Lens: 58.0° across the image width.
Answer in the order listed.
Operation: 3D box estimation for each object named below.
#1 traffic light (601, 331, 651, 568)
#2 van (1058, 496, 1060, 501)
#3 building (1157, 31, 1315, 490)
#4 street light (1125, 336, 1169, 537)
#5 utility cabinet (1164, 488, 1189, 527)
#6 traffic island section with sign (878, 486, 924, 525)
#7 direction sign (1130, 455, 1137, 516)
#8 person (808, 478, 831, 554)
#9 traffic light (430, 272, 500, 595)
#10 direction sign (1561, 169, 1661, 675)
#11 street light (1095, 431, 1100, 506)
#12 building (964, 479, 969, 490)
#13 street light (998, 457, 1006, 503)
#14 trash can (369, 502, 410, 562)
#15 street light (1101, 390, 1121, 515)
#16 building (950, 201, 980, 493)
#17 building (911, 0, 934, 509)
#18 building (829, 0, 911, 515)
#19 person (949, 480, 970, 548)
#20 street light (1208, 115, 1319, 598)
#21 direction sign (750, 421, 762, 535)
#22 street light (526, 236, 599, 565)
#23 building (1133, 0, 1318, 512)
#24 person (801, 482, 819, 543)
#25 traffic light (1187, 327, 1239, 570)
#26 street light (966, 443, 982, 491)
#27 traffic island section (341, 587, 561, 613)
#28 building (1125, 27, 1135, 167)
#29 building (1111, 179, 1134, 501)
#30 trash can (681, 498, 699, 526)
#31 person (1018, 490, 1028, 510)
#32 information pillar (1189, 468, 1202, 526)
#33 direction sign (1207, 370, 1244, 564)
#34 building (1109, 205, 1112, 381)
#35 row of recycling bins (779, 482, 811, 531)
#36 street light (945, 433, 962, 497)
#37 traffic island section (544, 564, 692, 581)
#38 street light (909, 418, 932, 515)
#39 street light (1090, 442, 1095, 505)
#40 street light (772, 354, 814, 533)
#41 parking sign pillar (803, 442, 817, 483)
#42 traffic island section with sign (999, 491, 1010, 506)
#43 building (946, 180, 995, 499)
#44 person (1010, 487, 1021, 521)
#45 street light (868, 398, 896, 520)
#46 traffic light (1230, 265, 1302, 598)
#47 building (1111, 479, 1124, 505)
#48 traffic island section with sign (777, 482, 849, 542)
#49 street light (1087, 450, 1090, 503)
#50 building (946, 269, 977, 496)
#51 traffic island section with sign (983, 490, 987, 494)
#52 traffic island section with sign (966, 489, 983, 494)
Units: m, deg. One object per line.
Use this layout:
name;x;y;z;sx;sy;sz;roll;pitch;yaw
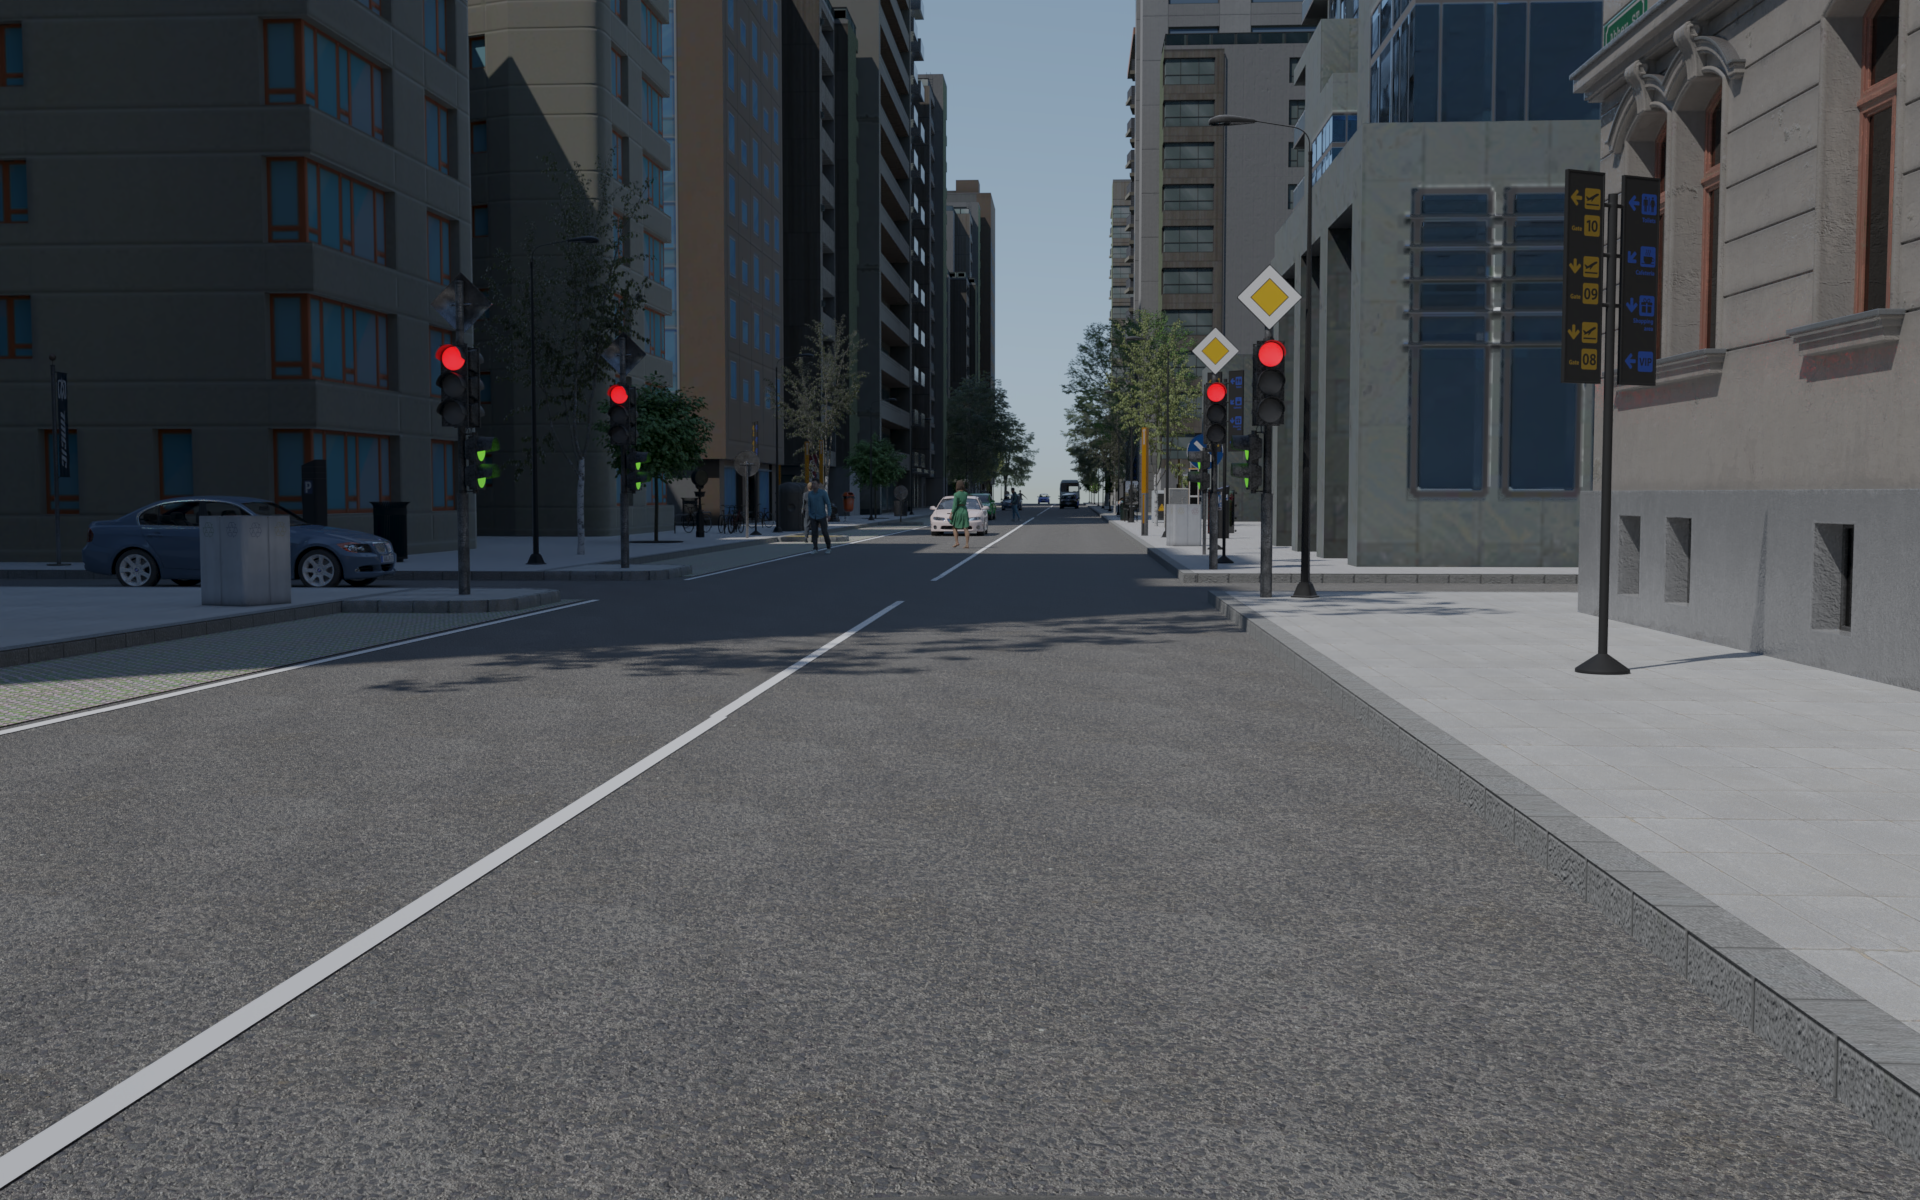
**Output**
traffic light;-5.802;-2.511;29.976;0.839;4.253;0.868;0;4;4
van;14.914;-14.563;245.109;2.013;2.044;4.112;0;4;2
building;19.813;-20.830;112.273;14.160;30.474;14.107;0;4;4
street light;5.585;-4.807;51.136;1.470;5.913;1.316;0;4;4
utility cabinet;8.279;-3.490;65.742;1.173;1.500;0.318;-3;4;-37
traffic island section with sign;-2.683;-4.327;79.367;1.989;1.847;2.006;0;4;4
direction sign;10.199;-6.723;101.916;0.379;3.537;0.876;-1;4;-16
person;-3.342;-2.018;41.506;0.660;1.820;0.620;1;4;21
traffic light;-6.313;-2.024;22.008;0.839;4.253;0.868;0;4;4
direction sign;4.618;-1.244;12.344;0.876;3.537;0.379;-2;4;-25
street light;9.000;-8.047;104.104;1.470;5.913;1.316;0;4;4
building;-15.194;-31.315;203.876;32.217;40.220;23.993;0;4;4
street light;4.707;-14.903;216.201;1.470;5.913;1.316;0;4;4
trash can;-10.730;-1.283;32.626;0.748;1.137;0.748;0;3;0
street light;7.159;-6.431;77.687;1.470;5.913;1.316;0;4;4
building;-4.604;-33.806;236.321;14.154;41.232;14.086;0;4;4
building;-14.666;-31.952;142.023;23.786;49.044;30.456;0;4;4
building;-14.862;-30.111;116.019;21.300;48.544;21.600;0;4;4
person;0.017;-2.259;45.679;0.529;1.795;0.600;3;5;43
street light;3.745;-2.986;21.367;1.470;5.913;1.316;0;4;4
direction sign;-6.397;-3.803;54.175;0.379;3.537;0.876;-1;4;-17
street light;-7.193;-3.598;31.372;1.470;5.913;1.316;0;4;4
building;23.892;-36.105;132.320;21.231;58.520;28.212;0;4;4
person;-4.355;-2.557;50.733;0.576;1.772;0.534;0;4;-6
traffic light;4.290;-2.473;29.347;0.839;4.253;0.868;0;4;4
street light;1.128;-11.409;159.071;1.470;5.913;1.316;0;4;4
traffic island section;-6.353;0.008;22.145;2.009;0.180;2.903;0;4;4
building;26.690;-31.034;162.028;22.147;44.769;28.867;0;4;4
building;26.786;-33.225;226.819;14.154;41.232;14.086;0;4;4
trash can;-10.763;-3.511;69.054;0.748;1.137;0.748;0;3;0
person;5.593;-9.309;160.705;1.348;1.824;0.705;-1;4;-9
information pillar;6.713;-2.748;49.428;0.304;2.012;0.304;2;4;24
direction sign;4.892;-2.447;32.008;0.379;3.537;0.876;-3;5;-39
building;32.470;-36.286;247.897;22.147;44.769;28.867;0;4;4
row of recycling bins;-5.751;-3.299;61.053;1.069;1.692;3.534;0;4;4
street light;-0.567;-9.804;132.837;1.470;5.913;1.316;0;4;4
traffic island section;-5.841;-0.479;30.113;2.009;0.180;2.903;0;4;4
street light;-2.440;-8.185;106.366;1.470;5.913;1.316;0;4;4
street light;10.522;-9.486;127.644;1.470;5.913;1.316;0;4;4
street light;-5.536;-5.195;57.480;1.470;5.913;1.316;0;4;4
parking sign pillar;-7.825;-6.214;90.076;1.447;3.967;1.447;-1;4;-18
traffic island section with sign;5.839;-12.441;212.030;1.989;1.847;2.006;0;4;4
building;-2.112;-36.726;250.576;14.600;45.320;14.200;0;4;4
person;2.858;-5.026;91.019;0.721;1.781;0.623;-1;4;-23
street light;-3.785;-6.829;84.192;1.470;5.913;1.316;0;4;4
traffic light;3.778;-1.985;21.378;0.839;4.253;0.868;0;4;4
building;34.205;-31.496;206.835;32.217;40.220;23.993;0;4;4
traffic island section with sign;-4.405;-2.681;52.467;1.989;1.847;2.006;0;4;4
street light;12.165;-11.083;153.753;1.470;5.913;1.316;0;4;4
building;-5.149;-27.577;222.585;14.160;30.474;14.107;0;4;4
traffic island section with sign;2.205;-8.984;155.510;1.989;1.847;2.006;0;4;4
traffic island section with sign;0.464;-7.326;128.413;1.989;1.847;2.006;0;4;4
